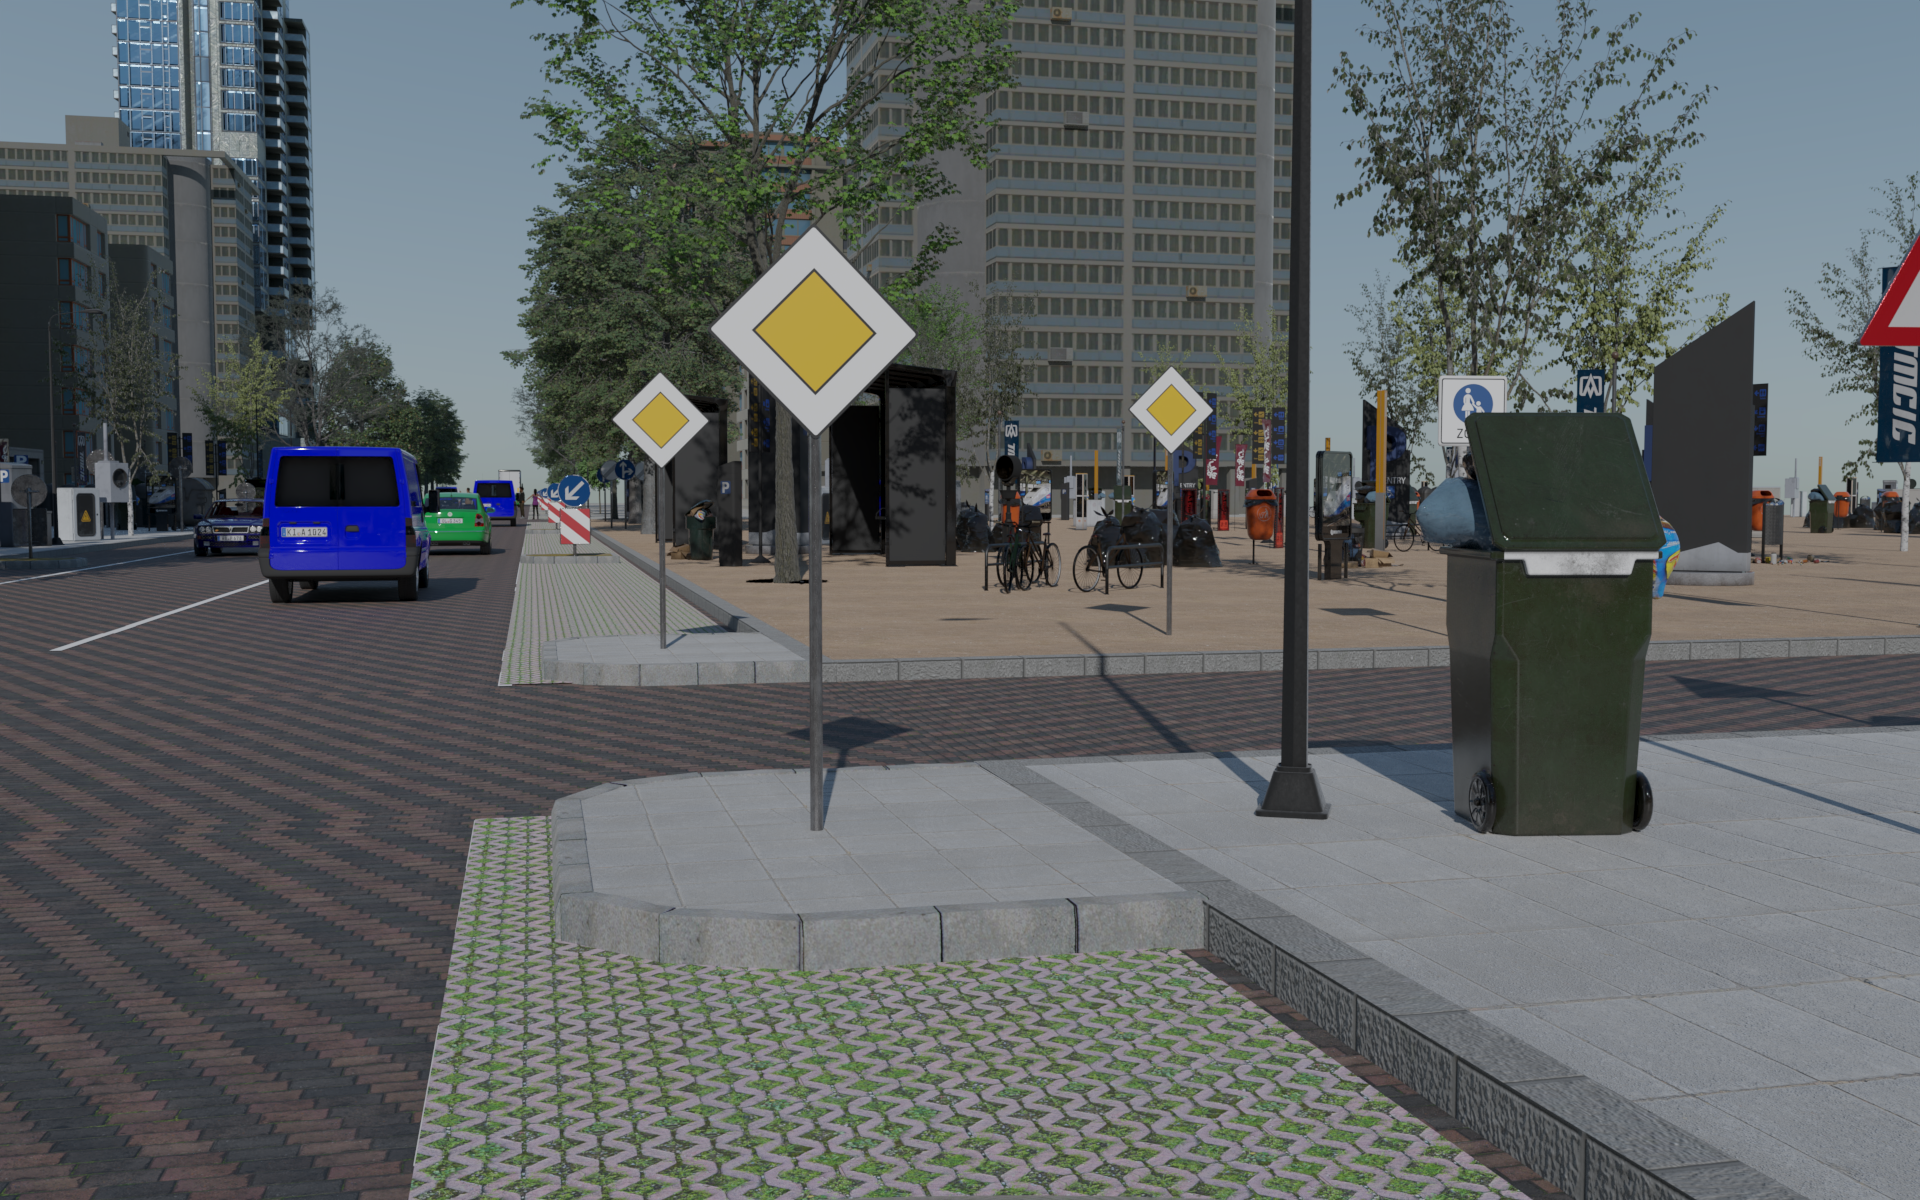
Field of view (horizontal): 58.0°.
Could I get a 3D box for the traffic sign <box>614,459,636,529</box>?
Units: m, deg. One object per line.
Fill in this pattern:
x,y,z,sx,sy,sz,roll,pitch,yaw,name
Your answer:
-12.267,-3.877,63.495,0.768,2.556,0.104,0,4,-6,traffic sign

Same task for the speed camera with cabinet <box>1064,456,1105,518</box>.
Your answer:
6.418,-5.798,89.138,2.038,3.252,0.660,1,4,20,speed camera with cabinet

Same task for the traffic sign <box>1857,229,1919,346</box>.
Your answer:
3.651,-0.386,6.320,0.884,2.594,0.081,0,4,-7,traffic sign

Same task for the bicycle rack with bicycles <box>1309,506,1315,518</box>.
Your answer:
19.616,-4.801,91.878,2.852,0.926,2.925,-3,5,-40,bicycle rack with bicycles

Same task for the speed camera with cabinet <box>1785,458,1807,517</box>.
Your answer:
46.474,-6.236,96.288,0.660,3.252,2.038,3,5,43,speed camera with cabinet

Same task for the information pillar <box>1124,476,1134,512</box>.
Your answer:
6.699,-3.928,68.722,0.304,2.012,0.304,-3,4,-39,information pillar

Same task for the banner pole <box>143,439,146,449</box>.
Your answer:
-37.519,-5.481,79.635,0.401,3.779,0.863,-3,5,-45,banner pole

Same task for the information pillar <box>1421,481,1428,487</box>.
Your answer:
26.522,-5.774,98.892,0.304,2.012,0.304,-1,4,-16,information pillar

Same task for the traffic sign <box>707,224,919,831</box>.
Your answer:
-0.550,-0.178,6.550,0.795,2.450,0.064,-1,4,-14,traffic sign

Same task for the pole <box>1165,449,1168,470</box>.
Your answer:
8.208,-4.562,68.437,0.158,3.312,0.155,0,3,0,pole

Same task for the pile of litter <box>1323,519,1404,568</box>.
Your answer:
7.125,-1.012,30.512,1.719,0.858,1.176,-1,4,-20,pile of litter

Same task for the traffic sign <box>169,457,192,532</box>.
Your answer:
-26.476,-3.594,58.865,0.768,2.556,0.104,0,4,-5,traffic sign

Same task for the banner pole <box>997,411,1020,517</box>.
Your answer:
1.394,-3.785,51.899,0.863,3.779,0.401,1,4,23,banner pole

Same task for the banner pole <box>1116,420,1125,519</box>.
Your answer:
5.421,-4.183,58.407,0.401,3.779,0.863,2,4,26,banner pole

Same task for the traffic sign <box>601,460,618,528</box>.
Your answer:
-13.087,-3.969,65.000,0.768,2.556,0.104,-1,4,-12,traffic sign

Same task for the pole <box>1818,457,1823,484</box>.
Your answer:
46.823,-6.144,94.304,0.158,3.312,0.155,0,3,0,pole

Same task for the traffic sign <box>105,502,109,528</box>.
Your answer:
-32.385,-4.012,65.705,0.768,2.556,0.104,-1,4,-9,traffic sign

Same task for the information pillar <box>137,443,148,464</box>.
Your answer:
-36.765,-5.295,77.923,0.183,3.616,0.504,2,4,29,information pillar

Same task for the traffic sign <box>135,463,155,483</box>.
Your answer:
-33.259,-4.321,70.747,0.768,2.556,0.104,-1,4,-12,traffic sign

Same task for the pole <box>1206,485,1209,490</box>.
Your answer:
10.814,-5.015,75.836,0.158,3.312,0.155,0,3,0,pole

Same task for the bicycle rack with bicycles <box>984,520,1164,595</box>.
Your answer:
1.357,-0.601,23.201,2.852,0.926,2.925,2,4,31,bicycle rack with bicycles

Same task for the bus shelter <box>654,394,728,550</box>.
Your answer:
-6.800,-3.137,42.574,1.731,3.624,6.357,-1,4,-14,bus shelter

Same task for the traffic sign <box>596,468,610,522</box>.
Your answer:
-16.523,-4.925,80.624,0.768,2.556,0.104,-1,4,-11,traffic sign

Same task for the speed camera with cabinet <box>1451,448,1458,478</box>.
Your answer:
18.136,-4.138,61.999,0.660,3.252,2.038,-1,4,-10,speed camera with cabinet

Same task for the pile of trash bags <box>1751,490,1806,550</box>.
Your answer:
16.726,-1.772,38.732,3.447,1.369,1.912,-1,4,-18,pile of trash bags

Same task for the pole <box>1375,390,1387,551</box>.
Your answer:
8.298,-2.465,34.138,0.158,3.312,0.155,0,3,0,pole

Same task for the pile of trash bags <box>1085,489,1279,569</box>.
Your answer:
4.064,-1.296,30.938,3.447,1.369,1.912,-1,4,-16,pile of trash bags

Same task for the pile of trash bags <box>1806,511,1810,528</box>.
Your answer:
33.867,-3.409,65.482,3.447,1.369,1.912,-1,4,-11,pile of trash bags

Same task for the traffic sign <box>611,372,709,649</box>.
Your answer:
-2.464,-0.652,14.303,0.795,2.450,0.064,-1,4,-14,traffic sign

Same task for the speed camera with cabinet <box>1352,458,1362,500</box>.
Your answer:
21.010,-6.124,94.471,2.038,3.252,0.660,-1,4,-21,speed camera with cabinet

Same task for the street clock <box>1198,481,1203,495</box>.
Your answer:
13.224,-5.563,95.520,0.471,2.002,0.358,2,4,28,street clock

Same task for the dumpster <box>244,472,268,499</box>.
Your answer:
-25.574,-3.636,64.401,1.985,2.255,1.502,-1,4,-16,dumpster

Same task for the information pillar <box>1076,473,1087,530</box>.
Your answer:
4.300,-3.473,61.280,0.304,2.012,0.304,2,4,33,information pillar

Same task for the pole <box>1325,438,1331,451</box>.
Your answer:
13.268,-4.203,62.563,0.158,3.312,0.155,0,3,0,pole

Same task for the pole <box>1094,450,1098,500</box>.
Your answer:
6.374,-5.330,80.985,0.158,3.312,0.155,0,3,0,pole

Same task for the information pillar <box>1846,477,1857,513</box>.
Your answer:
39.036,-4.366,75.873,0.304,2.012,0.304,-2,4,-24,information pillar

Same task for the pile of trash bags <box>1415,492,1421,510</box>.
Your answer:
17.862,-3.904,73.575,3.447,1.369,1.912,0,4,-5,pile of trash bags

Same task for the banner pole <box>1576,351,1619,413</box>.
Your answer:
11.275,-2.480,30.566,0.863,3.779,0.401,1,4,14,banner pole

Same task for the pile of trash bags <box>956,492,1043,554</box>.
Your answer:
0.894,-1.748,38.327,1.912,1.369,3.447,-1,4,-8,pile of trash bags

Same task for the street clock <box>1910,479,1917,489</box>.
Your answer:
44.870,-4.724,81.811,0.471,2.002,0.358,0,3,0,street clock

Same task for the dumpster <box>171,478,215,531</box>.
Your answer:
-27.208,-3.400,61.355,1.264,1.857,1.865,-1,4,-14,dumpster

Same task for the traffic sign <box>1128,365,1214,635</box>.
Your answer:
1.896,-0.885,15.655,0.795,2.450,0.064,-1,4,-9,traffic sign

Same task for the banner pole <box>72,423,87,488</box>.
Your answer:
-31.157,-4.360,61.299,0.401,3.779,0.863,0,4,7,banner pole

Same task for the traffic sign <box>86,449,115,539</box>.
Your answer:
-24.422,-3.005,49.243,0.768,2.556,0.104,-1,4,-11,traffic sign

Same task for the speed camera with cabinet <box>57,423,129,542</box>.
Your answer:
-23.851,-3.260,47.641,0.660,3.252,2.038,1,4,18,speed camera with cabinet

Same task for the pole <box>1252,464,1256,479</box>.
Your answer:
13.683,-5.309,80.638,0.158,3.312,0.155,0,3,0,pole

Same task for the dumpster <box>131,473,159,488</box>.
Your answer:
-34.579,-4.344,73.521,1.502,2.255,1.985,-1,4,-14,dumpster

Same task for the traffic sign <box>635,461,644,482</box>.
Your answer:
-12.300,-4.118,67.437,0.768,2.556,0.104,-1,4,-10,traffic sign

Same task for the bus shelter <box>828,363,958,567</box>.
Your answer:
-1.539,-2.581,33.478,1.731,3.624,6.357,-1,4,-14,bus shelter

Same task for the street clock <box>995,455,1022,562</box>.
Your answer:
0.899,-1.684,32.110,0.471,2.002,0.358,3,5,44,street clock

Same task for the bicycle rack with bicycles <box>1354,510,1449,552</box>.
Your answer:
10.740,-1.513,38.112,2.925,0.926,2.852,-3,4,-38,bicycle rack with bicycles

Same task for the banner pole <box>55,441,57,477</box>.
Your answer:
-42.492,-5.591,81.435,0.401,3.779,0.863,-2,4,-27,banner pole

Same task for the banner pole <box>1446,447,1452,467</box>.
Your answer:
22.835,-5.528,80.396,0.401,3.779,0.863,-2,4,-29,banner pole

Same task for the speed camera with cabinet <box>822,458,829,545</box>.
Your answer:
-3.367,-3.049,44.189,0.660,3.252,2.038,1,4,23,speed camera with cabinet

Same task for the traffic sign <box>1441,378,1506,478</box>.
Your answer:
4.436,-0.792,15.082,0.606,2.300,0.079,0,4,-6,traffic sign

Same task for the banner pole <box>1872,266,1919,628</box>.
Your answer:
9.234,-1.627,16.625,0.863,3.779,0.401,3,5,43,banner pole

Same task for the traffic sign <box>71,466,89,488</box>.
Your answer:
-31.957,-3.720,62.953,0.606,2.300,0.079,0,4,-7,traffic sign

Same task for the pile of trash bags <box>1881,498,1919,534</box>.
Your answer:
32.747,-3.161,61.432,3.447,1.369,1.912,3,5,44,pile of trash bags
